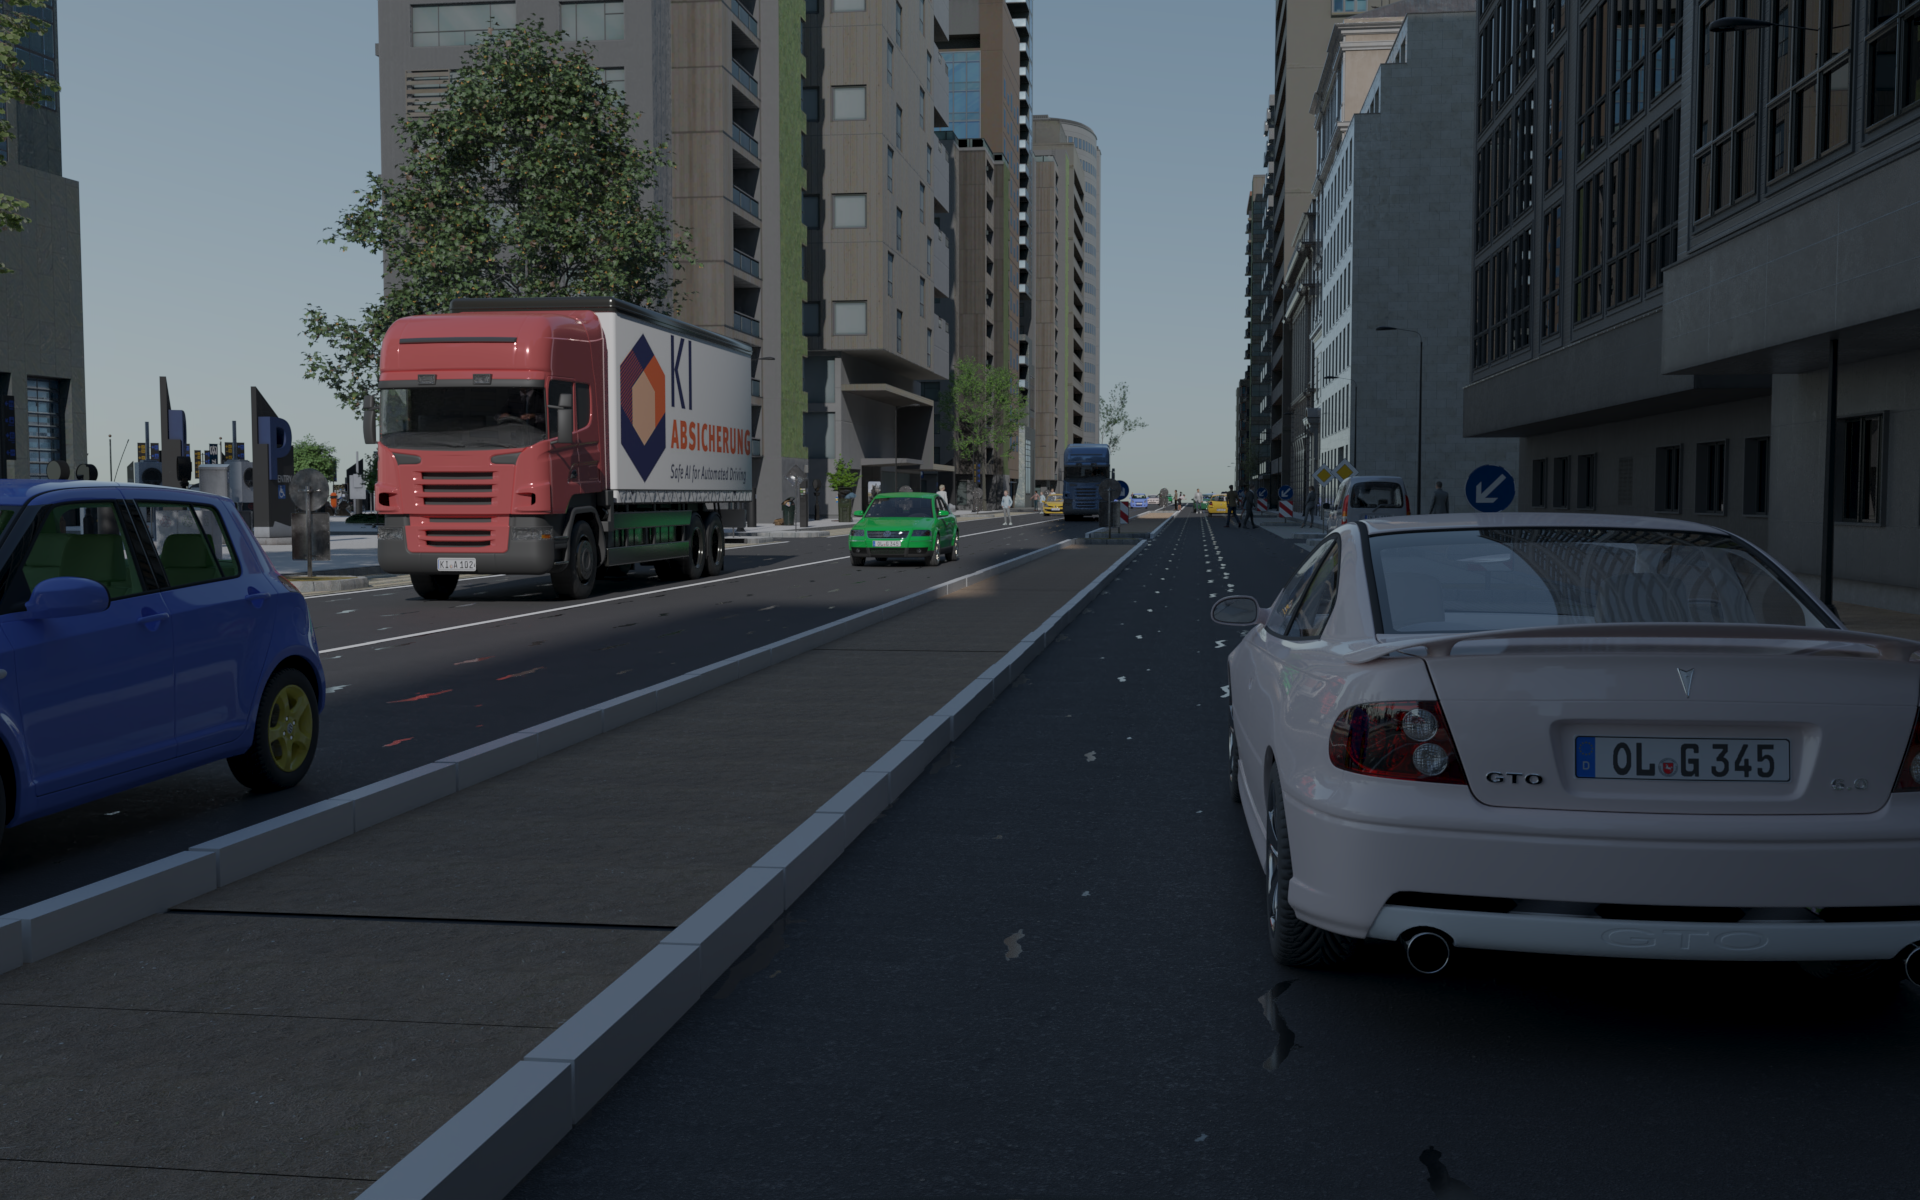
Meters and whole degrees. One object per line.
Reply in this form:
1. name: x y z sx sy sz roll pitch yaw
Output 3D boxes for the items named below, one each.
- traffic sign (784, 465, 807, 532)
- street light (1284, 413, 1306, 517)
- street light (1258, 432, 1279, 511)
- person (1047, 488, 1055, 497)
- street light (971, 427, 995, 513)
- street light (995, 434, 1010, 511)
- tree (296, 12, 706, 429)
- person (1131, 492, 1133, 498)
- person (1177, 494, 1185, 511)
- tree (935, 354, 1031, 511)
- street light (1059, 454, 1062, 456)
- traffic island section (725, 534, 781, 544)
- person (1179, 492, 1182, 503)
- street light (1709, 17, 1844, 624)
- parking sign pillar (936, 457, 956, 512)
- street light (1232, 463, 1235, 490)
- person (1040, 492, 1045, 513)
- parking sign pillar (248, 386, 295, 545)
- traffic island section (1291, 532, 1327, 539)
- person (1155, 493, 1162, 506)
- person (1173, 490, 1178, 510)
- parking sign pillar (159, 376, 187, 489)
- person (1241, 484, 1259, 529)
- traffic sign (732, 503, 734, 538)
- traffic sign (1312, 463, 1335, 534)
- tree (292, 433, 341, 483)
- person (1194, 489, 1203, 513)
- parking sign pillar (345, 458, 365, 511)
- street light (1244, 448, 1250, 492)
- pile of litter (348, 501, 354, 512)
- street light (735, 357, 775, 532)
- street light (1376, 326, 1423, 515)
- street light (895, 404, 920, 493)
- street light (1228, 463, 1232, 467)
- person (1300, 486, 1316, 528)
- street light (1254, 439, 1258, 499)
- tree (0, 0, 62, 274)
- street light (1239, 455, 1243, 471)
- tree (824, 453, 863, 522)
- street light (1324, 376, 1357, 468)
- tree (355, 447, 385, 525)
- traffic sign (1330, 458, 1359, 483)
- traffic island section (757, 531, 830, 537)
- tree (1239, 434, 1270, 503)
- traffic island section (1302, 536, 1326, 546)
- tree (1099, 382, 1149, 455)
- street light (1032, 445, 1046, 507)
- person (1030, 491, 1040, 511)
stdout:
1. traffic sign: -5.562 -3.366 58.681 0.795 2.450 0.064 0 4 8
2. street light: 19.177 -7.732 98.953 1.470 5.913 1.316 0 4 8
3. street light: 23.320 -9.617 129.785 1.470 5.913 1.316 0 4 8
4. person: 6.552 -7.052 123.894 0.679 1.850 0.850 1 4 18
5. street light: 1.478 -9.039 120.333 1.470 5.913 1.316 0 4 8
6. street light: 3.381 -9.915 134.655 1.470 5.913 1.316 0 4 8
7. tree: -10.500 -7.639 41.901 9.611 12.733 9.660 0 3 0
8. person: 28.632 -17.027 287.804 0.541 1.710 0.530 0 4 6
9. person: 19.125 -8.426 149.447 0.628 1.438 0.799 2 4 34
10. tree: 1.691 -12.477 129.759 9.928 11.665 9.643 0 3 0
11. street light: 11.780 -13.703 196.585 1.470 5.913 1.316 0 4 8
12. traffic island section: -6.671 -1.746 50.834 2.009 0.180 2.903 0 4 8
13. person: 26.982 -12.433 212.500 0.721 1.743 1.217 0 4 1
14. street light: 8.004 -2.718 16.985 1.470 5.913 1.316 0 4 8
15. parking sign pillar: -1.027 -8.355 125.084 1.447 3.967 1.447 -1 4 -17
16. street light: 36.613 -15.509 226.115 1.470 5.913 1.316 0 4 8
17. person: 6.088 -7.231 128.542 0.330 1.601 0.589 -2 4 -28
18. parking sign pillar: -17.432 -3.395 43.984 1.447 3.967 1.447 0 4 7
19. traffic island section: 11.842 -2.084 56.361 2.009 0.180 2.903 0 4 8
20. person: 24.121 -12.215 208.230 1.348 1.821 0.705 0 4 1
21. person: 19.088 -8.863 153.415 0.705 1.823 1.348 0 4 -6
22. parking sign pillar: -18.305 -3.173 40.343 1.447 3.967 1.447 -1 4 -19
23. person: 12.025 -3.867 71.500 0.755 1.850 0.659 0 4 -4
24. traffic sign: -6.646 -2.882 50.769 0.795 2.450 0.064 0 4 8
25. traffic sign: 11.818 -3.220 56.287 0.795 2.450 0.064 0 4 8
26. tree: -34.979 -6.680 92.928 4.285 4.588 4.351 0 3 0
27. person: 17.679 -7.342 128.382 0.661 1.843 0.795 1 4 15
28. parking sign pillar: -45.500 -8.663 130.119 1.447 3.967 1.447 -3 5 -43
29. street light: 29.674 -12.415 175.531 1.470 5.913 1.316 0 4 8
30. pile of litter: -44.728 -6.888 126.584 1.719 0.858 1.176 1 4 16
31. street light: -6.932 -5.269 58.685 1.470 5.913 1.316 0 4 8
32. street light: 12.188 -4.614 47.984 1.470 5.913 1.316 0 4 8
33. street light: -2.771 -7.154 89.515 1.470 5.913 1.316 0 4 8
34. street light: 40.873 -17.394 256.932 1.470 5.913 1.316 0 4 8
35. person: 14.662 -3.925 72.942 0.573 1.790 0.520 2 4 34
36. street light: 25.403 -10.531 144.716 1.470 5.913 1.316 0 4 8
37. tree: -13.659 -6.108 17.999 7.486 12.596 7.792 0 3 0
38. street light: 33.865 -14.301 206.357 1.470 5.913 1.316 0 4 8
39. tree: -5.621 -5.301 81.280 1.663 3.219 1.824 0 3 0
40. street light: 14.995 -5.846 68.126 1.470 5.913 1.316 0 4 8
41. tree: -23.877 -4.670 70.962 1.663 3.219 1.824 0 3 0
42. traffic sign: 10.733 -2.736 48.376 0.795 2.450 0.064 0 4 8
43. traffic island section: -5.586 -2.230 58.746 2.009 0.180 2.903 0 4 8
44. tree: 36.420 -16.139 214.231 4.360 8.622 3.978 0 3 0
45. traffic island section: 10.758 -1.601 48.450 2.009 0.180 2.903 0 4 8
46. tree: 25.311 -26.589 290.618 12.611 20.169 13.585 0 3 0
47. street light: 7.524 -11.801 165.487 1.470 5.913 1.316 0 4 8
48. person: 6.419 -8.461 147.539 0.721 1.736 1.217 -3 5 -41
